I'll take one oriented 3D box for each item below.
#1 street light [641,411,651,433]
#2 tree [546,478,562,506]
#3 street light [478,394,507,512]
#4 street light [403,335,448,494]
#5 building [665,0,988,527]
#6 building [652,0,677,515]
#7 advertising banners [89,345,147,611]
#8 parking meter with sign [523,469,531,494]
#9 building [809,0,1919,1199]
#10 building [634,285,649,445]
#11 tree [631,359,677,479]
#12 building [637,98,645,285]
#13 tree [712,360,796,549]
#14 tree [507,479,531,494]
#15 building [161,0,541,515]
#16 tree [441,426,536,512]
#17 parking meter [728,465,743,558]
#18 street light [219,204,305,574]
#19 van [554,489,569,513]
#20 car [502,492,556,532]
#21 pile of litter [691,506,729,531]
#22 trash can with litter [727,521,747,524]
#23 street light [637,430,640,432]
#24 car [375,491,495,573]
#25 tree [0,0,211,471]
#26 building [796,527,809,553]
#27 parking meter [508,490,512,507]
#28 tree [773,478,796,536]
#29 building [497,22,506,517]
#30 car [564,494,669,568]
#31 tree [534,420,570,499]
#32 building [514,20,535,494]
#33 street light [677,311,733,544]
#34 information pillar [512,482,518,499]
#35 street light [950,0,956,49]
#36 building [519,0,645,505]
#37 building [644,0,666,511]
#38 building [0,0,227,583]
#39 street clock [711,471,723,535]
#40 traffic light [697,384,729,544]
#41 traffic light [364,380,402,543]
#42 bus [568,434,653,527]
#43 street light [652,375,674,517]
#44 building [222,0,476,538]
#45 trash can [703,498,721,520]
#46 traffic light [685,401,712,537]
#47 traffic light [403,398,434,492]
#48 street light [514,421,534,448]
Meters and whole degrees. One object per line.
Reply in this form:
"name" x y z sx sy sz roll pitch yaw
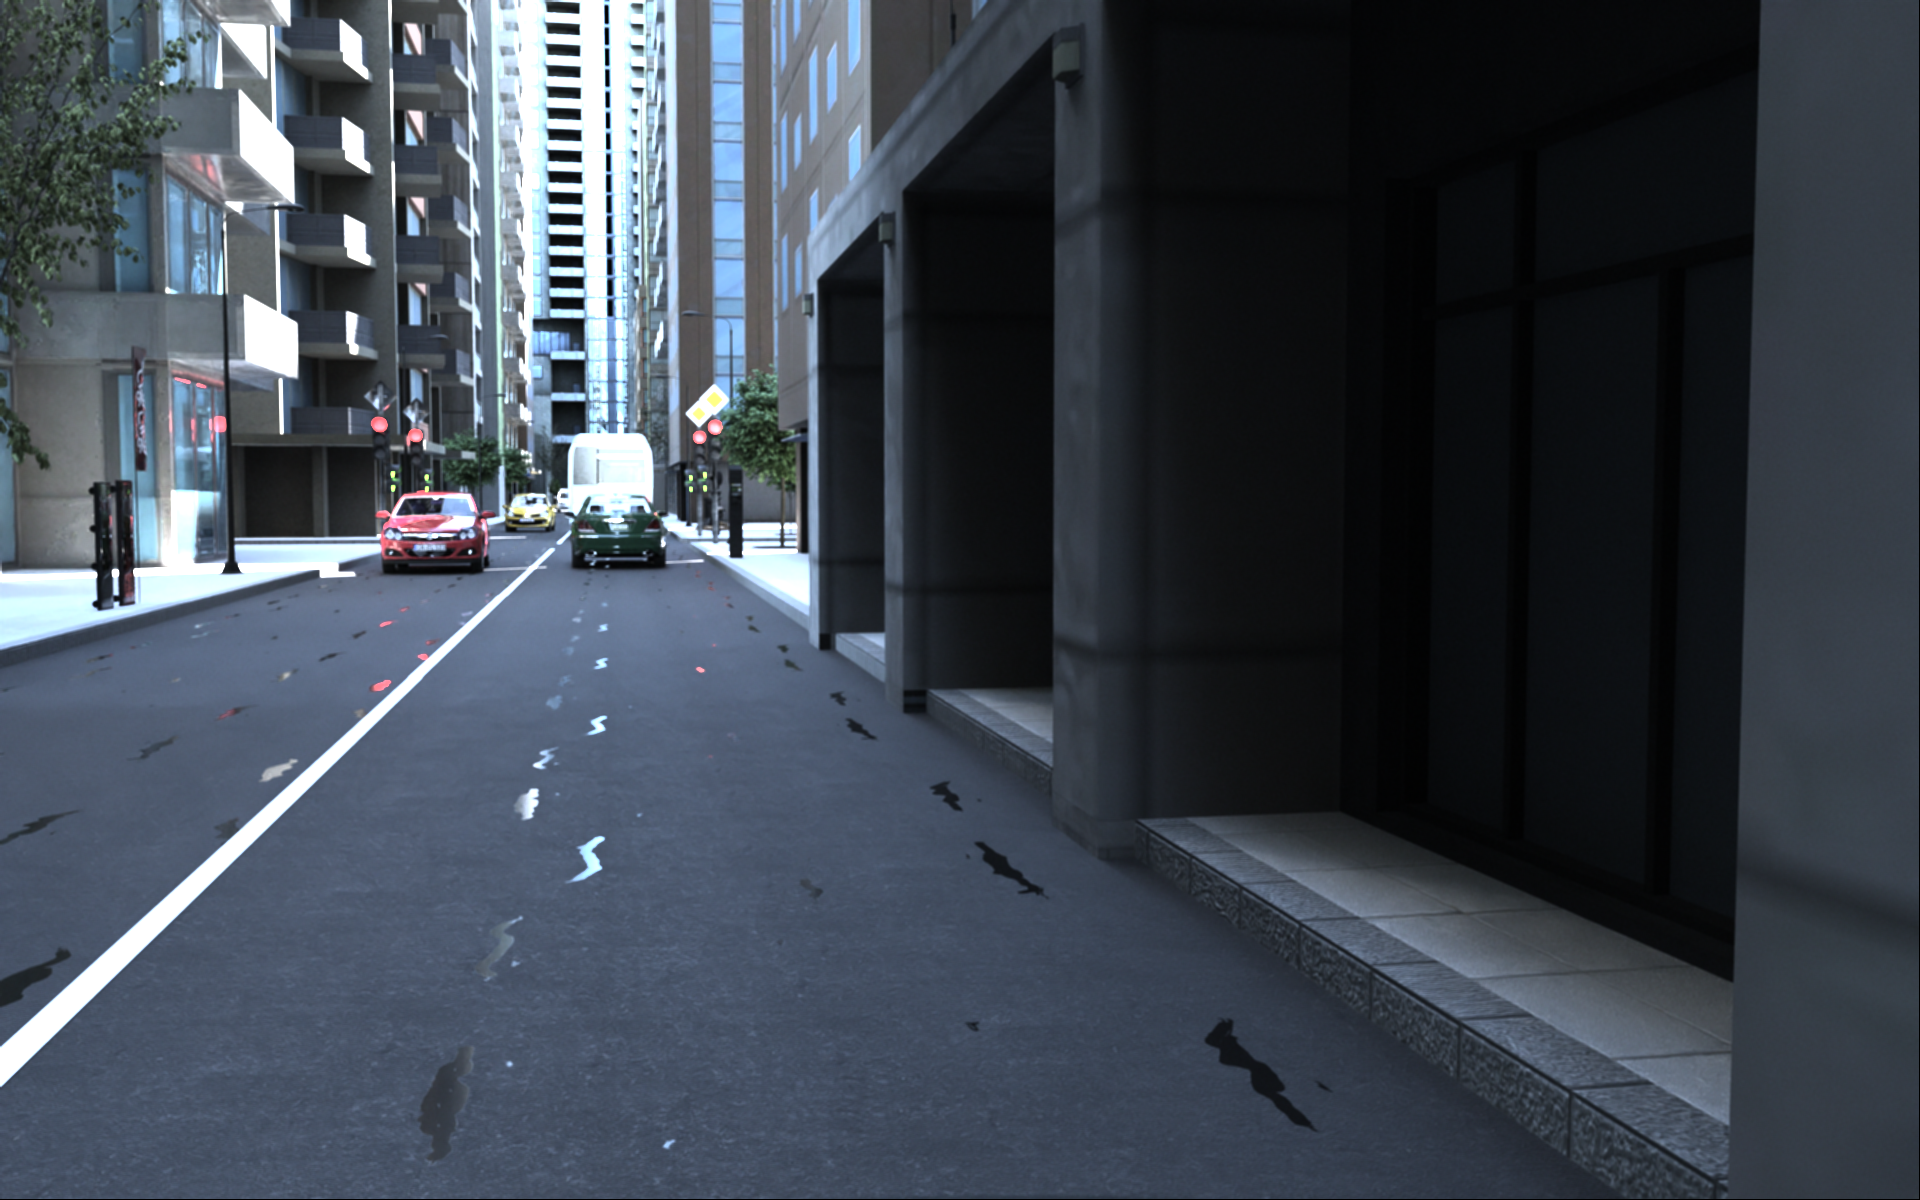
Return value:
"street light" -16.985 -7.606 96.902 1.470 5.913 1.316 -1 4 -11
"tree" -45.498 -12.321 196.044 1.663 3.219 1.824 0 3 0
"street light" -21.684 -6.588 80.262 1.470 5.913 1.316 -1 4 -11
"street light" -15.678 -4.782 50.727 1.470 5.913 1.316 -1 4 -11
"building" -6.758 -26.423 82.123 14.600 45.320 14.200 -1 4 -11
"building" -8.469 -30.149 112.542 23.786 49.044 30.456 -1 4 -11
"advertising banners" -9.609 -1.448 19.869 0.090 3.025 2.074 -1 4 -9
"parking meter with sign" -30.206 -7.558 119.830 0.543 3.016 1.738 -2 4 -30
"building" 10.578 -34.752 6.448 20.563 71.187 20.611 -1 4 -11
"building" -15.822 -19.272 160.134 27.650 21.520 28.899 -1 4 -11
"tree" -15.248 -8.715 92.851 4.360 8.622 3.978 0 3 0
"building" -28.734 -33.248 193.709 14.600 45.320 14.200 -1 4 -11
"tree" -4.214 -3.513 41.156 4.285 4.588 4.351 0 3 0
"tree" -29.123 -7.301 113.978 1.663 3.219 1.824 0 3 0
"building" -45.860 -31.607 136.382 23.786 49.044 30.456 -1 4 -11
"tree" -23.474 -6.083 83.165 4.285 4.588 4.351 0 3 0
"parking meter" -4.494 -1.774 34.710 0.255 1.863 0.399 -1 4 -12
"street light" -11.186 -3.379 27.781 1.470 5.913 1.316 -1 4 -11
"van" -30.395 -7.783 134.258 2.013 2.044 4.112 -1 4 -12
"car" -16.530 -3.451 66.643 2.015 1.641 3.980 -1 4 -10
"pile of litter" -8.596 -2.879 61.030 1.719 0.858 1.176 2 4 24
"trash can with litter" -10.049 -3.859 74.157 2.233 1.210 1.678 -1 4 -22
"street light" -22.831 -9.375 125.825 1.470 5.913 1.316 -1 4 -11
"car" -9.917 -1.458 32.887 2.155 1.783 4.494 -1 4 -13
"tree" -9.620 -4.041 16.426 4.737 8.622 4.395 0 3 0
"building" 4.108 -23.345 31.805 14.600 45.320 14.200 -1 4 -11
"parking meter" -29.871 -6.709 115.409 0.399 1.863 0.255 1 4 19
"tree" -5.351 -3.624 53.855 1.663 3.219 1.824 0 3 0
"building" -31.772 -24.895 90.635 14.154 41.232 14.086 -1 4 -11
"car" -6.981 -1.435 35.268 2.131 1.459 4.920 -1 4 -12
"tree" -41.139 -13.681 174.041 4.360 8.622 3.978 0 3 0
"building" -46.938 -31.173 159.786 14.600 45.320 14.200 -1 4 -11
"street light" -6.382 -4.390 44.317 1.470 5.913 1.316 -1 4 -11
"information pillar" -26.347 -6.002 102.623 0.304 2.012 0.304 0 4 -3
"street light" -0.594 -2.608 15.181 1.470 5.913 1.316 -1 4 -11
"building" -45.931 -55.231 215.695 31.000 86.520 22.319 -1 4 -11
"building" -17.739 -27.741 137.164 14.154 41.232 14.086 -1 4 -11
"building" -27.289 -24.848 25.871 30.456 49.044 23.786 -1 4 -11
"street clock" -7.585 -3.011 53.803 0.358 2.002 0.471 -3 5 -39
"traffic light" -6.294 -3.390 44.347 0.839 4.253 0.868 -1 4 -11
"traffic light" -14.243 -3.292 42.737 0.839 4.253 0.868 -1 4 -11
"bus" -11.995 -3.972 59.796 2.948 3.499 13.247 -1 4 -11
"street light" -11.168 -5.820 67.699 1.470 5.913 1.316 -1 4 -11
"building" -29.410 -24.854 60.992 22.147 44.769 28.867 -1 4 -11
"trash can" -9.654 -3.419 67.547 0.748 1.137 0.748 0 3 0
"traffic light" -7.870 -3.869 52.176 0.839 4.253 0.868 -1 4 -11
"traffic light" -15.819 -3.770 50.566 0.839 4.253 0.868 -1 4 -11
"street light" -27.612 -8.379 109.533 1.470 5.913 1.316 -1 4 -11
